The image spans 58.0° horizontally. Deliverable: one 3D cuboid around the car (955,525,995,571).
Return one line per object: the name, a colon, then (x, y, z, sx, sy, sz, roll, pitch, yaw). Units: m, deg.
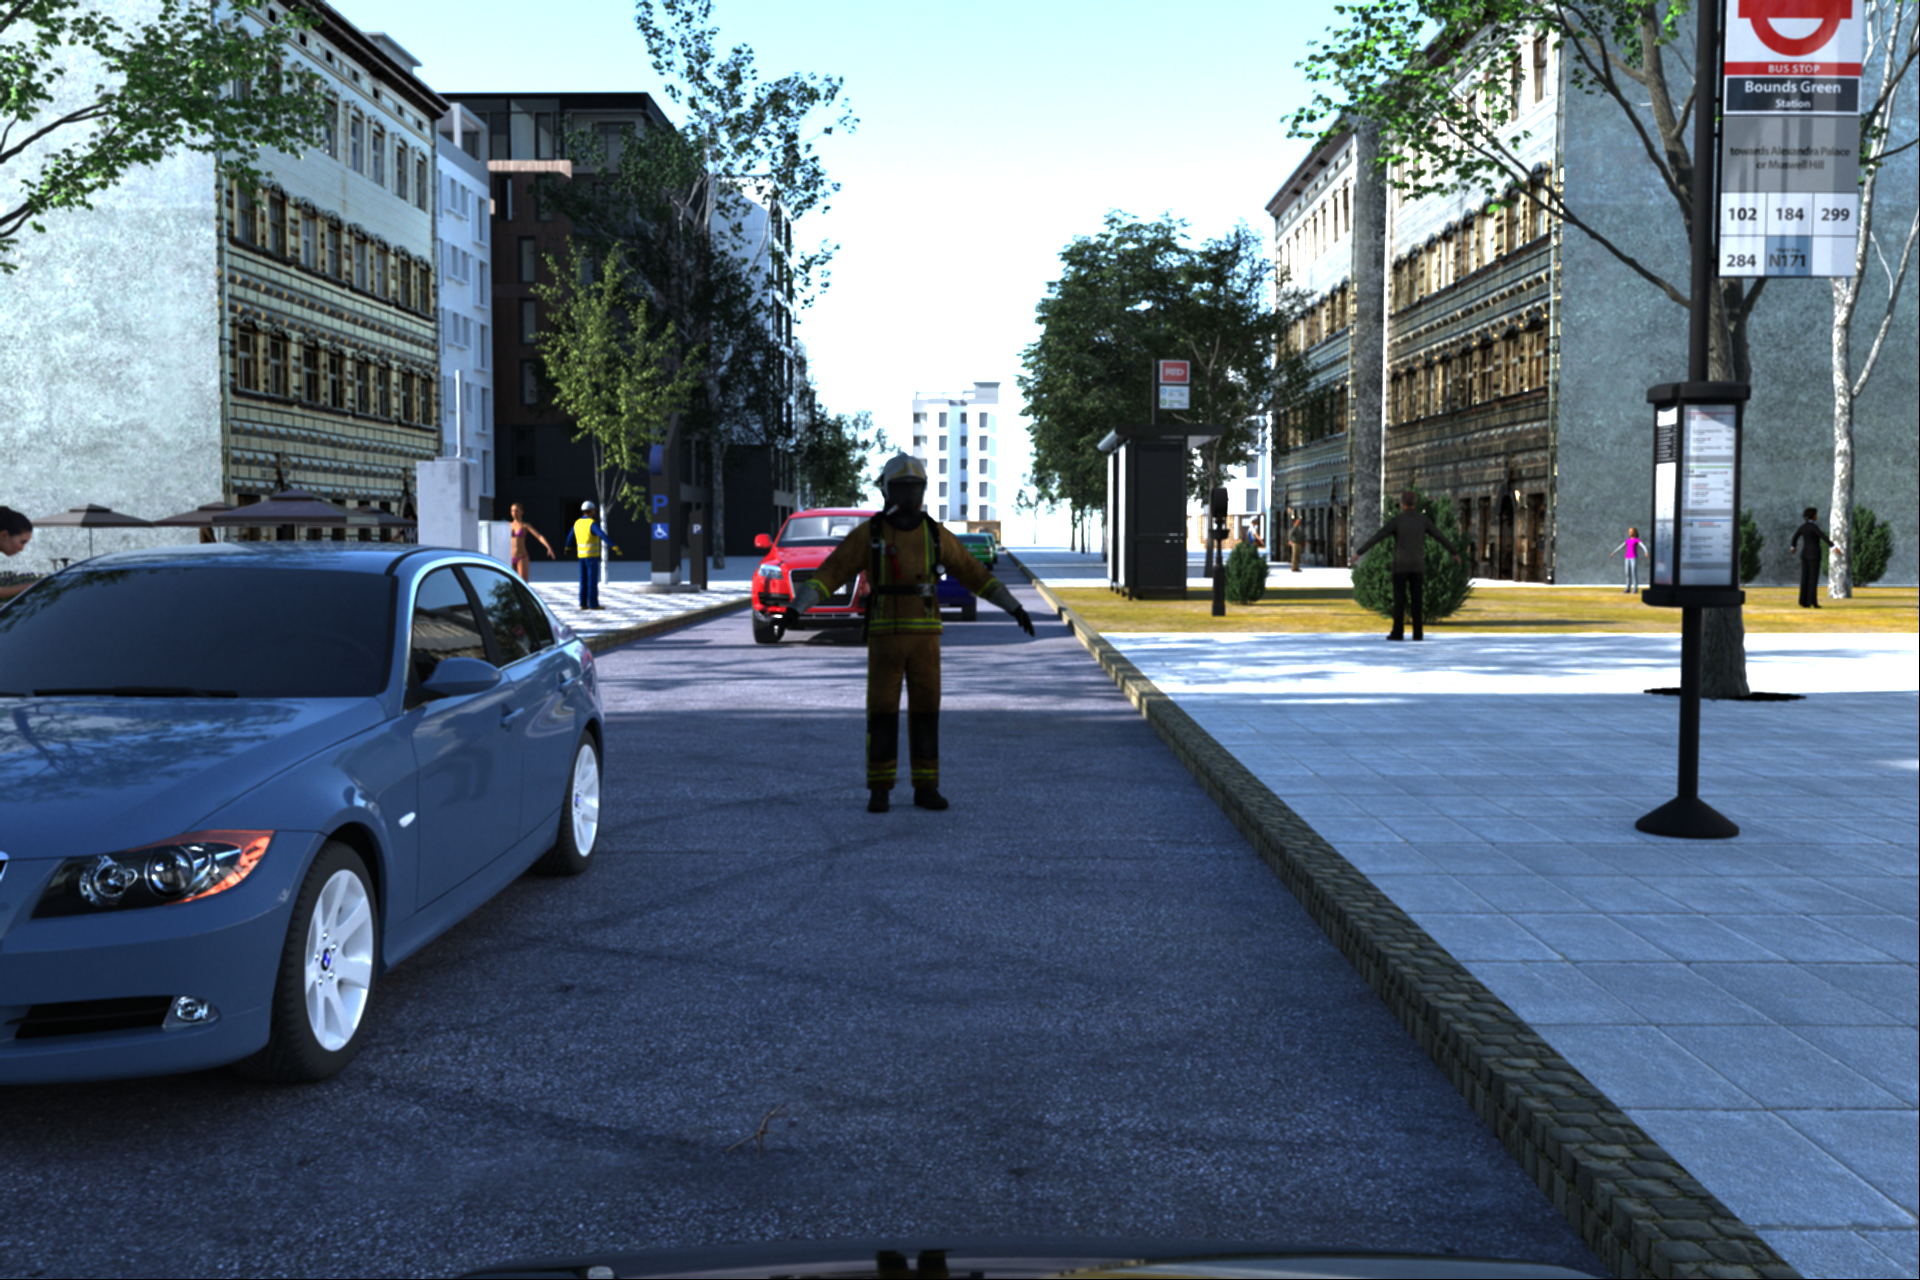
car: (0.430, -3.665, 68.721, 1.959, 1.807, 4.718, 0, 4, 1)

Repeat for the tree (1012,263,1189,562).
tree: (6.987, -10.585, 79.720, 9.857, 13.997, 8.962, 0, 3, 0)

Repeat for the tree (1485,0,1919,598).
tree: (16.699, -10.836, 33.064, 12.611, 20.169, 13.585, 0, 3, 0)

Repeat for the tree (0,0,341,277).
tree: (-9.228, -5.467, 15.139, 9.928, 11.665, 9.643, 0, 3, 0)

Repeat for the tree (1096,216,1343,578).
tree: (7.600, -7.093, 50.380, 7.601, 10.594, 8.767, -1, 4, -14)

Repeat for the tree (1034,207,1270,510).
tree: (7.268, -9.786, 66.656, 9.857, 13.997, 8.962, 0, 3, 0)

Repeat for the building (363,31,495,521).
building: (-26.733, -12.863, 66.737, 16.016, 20.090, 11.380, 0, 4, 2)

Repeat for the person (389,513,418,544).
person: (-14.478, -2.422, 45.737, 1.345, 1.843, 0.704, 0, 4, 3)

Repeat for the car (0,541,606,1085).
car: (-2.462, 0.363, 6.071, 2.014, 1.417, 4.499, 0, 4, 1)

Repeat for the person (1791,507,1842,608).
person: (14.824, -1.427, 30.048, 0.721, 1.740, 1.216, -1, 4, -11)

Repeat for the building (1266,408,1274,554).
building: (23.608, -9.438, 96.454, 9.099, 9.664, 28.070, 0, 4, 1)

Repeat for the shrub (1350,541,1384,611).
shrub: (6.974, -1.082, 28.812, 1.383, 1.207, 1.383, 0, 3, 0)

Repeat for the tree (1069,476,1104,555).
tree: (8.070, -9.568, 106.798, 4.737, 8.622, 4.395, 0, 3, 0)

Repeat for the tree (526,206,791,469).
tree: (-8.803, -7.088, 50.302, 8.767, 10.594, 7.601, 0, 4, 6)

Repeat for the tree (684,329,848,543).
tree: (-8.263, -8.582, 74.726, 7.601, 10.594, 8.767, 0, 4, 5)

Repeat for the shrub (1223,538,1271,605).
shrub: (5.117, -1.231, 31.239, 1.383, 1.207, 1.383, 0, 3, 0)

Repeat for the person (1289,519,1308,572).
person: (11.407, -3.203, 58.643, 0.705, 1.796, 1.348, 3, 4, 36)

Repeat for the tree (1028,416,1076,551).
tree: (8.475, -12.391, 128.352, 9.928, 11.665, 9.643, 0, 3, 0)

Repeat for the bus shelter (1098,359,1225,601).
bus shelter: (4.149, -3.657, 37.429, 2.179, 5.291, 8.768, 0, 4, 1)

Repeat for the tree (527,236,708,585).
tree: (-8.747, -5.686, 43.331, 4.737, 8.622, 4.395, 0, 3, 0)

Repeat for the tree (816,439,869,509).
tree: (-16.427, -18.823, 214.417, 9.857, 13.997, 8.962, 0, 3, 0)

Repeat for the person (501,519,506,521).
person: (-15.986, -3.339, 60.713, 1.347, 1.817, 0.704, 0, 4, 0)

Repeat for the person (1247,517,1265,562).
person: (9.501, -3.061, 55.897, 0.705, 1.847, 1.347, -1, 4, -11)

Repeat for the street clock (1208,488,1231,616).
street clock: (4.042, -1.373, 27.017, 0.358, 2.002, 0.471, 0, 4, 1)

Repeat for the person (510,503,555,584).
person: (-6.458, -1.123, 25.167, 1.217, 1.733, 0.721, 0, 4, 8)

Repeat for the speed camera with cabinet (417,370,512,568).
speed camera with cabinet: (-6.201, -1.675, 21.727, 0.660, 3.252, 2.038, 0, 4, 2)

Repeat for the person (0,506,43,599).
person: (-5.459, -0.015, 9.473, 0.628, 1.438, 0.799, 3, 4, 37)

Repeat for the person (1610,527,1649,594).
person: (14.484, -1.723, 37.443, 0.599, 1.433, 0.991, -2, 4, -29)

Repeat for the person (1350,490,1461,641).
person: (5.403, -0.901, 20.913, 1.348, 1.807, 0.705, 0, 4, -2)

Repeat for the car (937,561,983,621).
car: (-0.564, -1.058, 29.880, 1.945, 1.354, 3.894, 0, 4, 0)

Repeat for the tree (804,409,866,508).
tree: (-7.690, -9.334, 102.965, 4.737, 8.622, 4.395, 0, 3, 0)

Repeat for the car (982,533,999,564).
car: (0.965, -4.677, 85.269, 1.959, 1.807, 4.718, 0, 4, 1)

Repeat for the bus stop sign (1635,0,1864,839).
bus stop sign: (3.361, -1.141, 7.362, 0.855, 3.939, 0.416, 0, 4, 1)

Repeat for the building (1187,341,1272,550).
building: (25.264, -18.324, 156.016, 16.016, 20.090, 11.380, 0, 4, 1)

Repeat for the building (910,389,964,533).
building: (-5.923, -22.001, 218.588, 11.380, 20.090, 16.016, 0, 4, 3)

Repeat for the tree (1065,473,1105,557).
tree: (8.293, -9.000, 97.512, 4.360, 8.622, 3.978, 0, 3, 0)

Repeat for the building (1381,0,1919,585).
building: (24.135, -13.501, 51.665, 19.493, 23.208, 18.063, 0, 4, 0)

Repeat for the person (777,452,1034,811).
person: (-0.287, -0.047, 9.001, 1.354, 1.858, 0.705, -1, 4, -14)

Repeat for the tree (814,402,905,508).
tree: (-6.895, -11.418, 121.099, 8.767, 10.594, 7.601, 1, 4, 22)

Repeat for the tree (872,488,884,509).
tree: (-8.298, -16.179, 214.884, 4.360, 8.622, 3.978, 0, 3, 0)

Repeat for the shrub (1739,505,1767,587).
shrub: (18.678, -2.325, 42.051, 1.661, 2.075, 1.752, 0, 3, 0)

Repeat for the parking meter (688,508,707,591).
parking meter: (-5.953, -2.054, 39.302, 0.399, 1.863, 0.255, 0, 4, 3)

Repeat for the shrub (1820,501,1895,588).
shrub: (21.605, -2.309, 41.799, 1.661, 2.075, 1.752, 0, 3, 0)

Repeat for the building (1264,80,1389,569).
building: (23.589, -14.684, 71.013, 19.493, 23.208, 18.063, 0, 4, 1)

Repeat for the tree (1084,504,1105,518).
tree: (18.890, -17.476, 220.143, 7.601, 10.594, 8.767, 0, 4, -4)

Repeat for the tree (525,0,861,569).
tree: (-9.884, -12.583, 61.619, 12.611, 20.169, 13.585, 0, 3, 0)

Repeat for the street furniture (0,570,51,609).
street furniture: (-17.749, -1.354, 28.995, 9.812, 1.723, 11.010, -1, 4, -17)

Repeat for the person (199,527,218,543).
person: (-17.240, -2.058, 39.791, 0.704, 1.812, 1.346, -2, 4, -35)

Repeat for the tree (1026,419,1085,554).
tree: (8.194, -10.964, 113.679, 8.767, 10.594, 7.601, 1, 4, 14)

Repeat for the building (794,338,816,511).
building: (-22.920, -17.659, 155.188, 16.747, 18.905, 31.486, 0, 4, 1)

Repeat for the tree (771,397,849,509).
tree: (-7.386, -8.644, 91.689, 4.360, 8.622, 3.978, 0, 3, 0)

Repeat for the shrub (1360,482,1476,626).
shrub: (6.480, -1.229, 24.519, 1.690, 2.028, 1.600, 0, 3, 0)

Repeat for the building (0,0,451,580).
building: (-27.716, -13.538, 52.275, 19.493, 23.208, 18.063, 0, 4, 0)

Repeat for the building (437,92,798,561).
building: (-24.734, -15.466, 96.841, 27.936, 21.610, 32.646, 0, 4, 1)

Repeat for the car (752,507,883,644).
car: (-1.643, -0.957, 24.316, 2.281, 1.827, 5.304, 0, 4, 1)

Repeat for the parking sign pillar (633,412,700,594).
parking sign pillar: (-6.400, -3.010, 37.678, 1.447, 3.967, 1.447, 0, 4, 1)

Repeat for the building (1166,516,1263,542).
building: (26.567, -14.658, 181.808, 9.099, 9.664, 28.070, 0, 4, 1)

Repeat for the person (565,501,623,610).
person: (-6.243, -1.423, 29.241, 1.349, 1.833, 0.705, 3, 4, 36)

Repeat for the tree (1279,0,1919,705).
tree: (5.967, -5.363, 13.448, 9.928, 11.665, 9.643, 0, 3, 0)

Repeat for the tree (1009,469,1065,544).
tree: (9.647, -17.208, 215.757, 7.601, 10.594, 8.767, 0, 4, -6)
